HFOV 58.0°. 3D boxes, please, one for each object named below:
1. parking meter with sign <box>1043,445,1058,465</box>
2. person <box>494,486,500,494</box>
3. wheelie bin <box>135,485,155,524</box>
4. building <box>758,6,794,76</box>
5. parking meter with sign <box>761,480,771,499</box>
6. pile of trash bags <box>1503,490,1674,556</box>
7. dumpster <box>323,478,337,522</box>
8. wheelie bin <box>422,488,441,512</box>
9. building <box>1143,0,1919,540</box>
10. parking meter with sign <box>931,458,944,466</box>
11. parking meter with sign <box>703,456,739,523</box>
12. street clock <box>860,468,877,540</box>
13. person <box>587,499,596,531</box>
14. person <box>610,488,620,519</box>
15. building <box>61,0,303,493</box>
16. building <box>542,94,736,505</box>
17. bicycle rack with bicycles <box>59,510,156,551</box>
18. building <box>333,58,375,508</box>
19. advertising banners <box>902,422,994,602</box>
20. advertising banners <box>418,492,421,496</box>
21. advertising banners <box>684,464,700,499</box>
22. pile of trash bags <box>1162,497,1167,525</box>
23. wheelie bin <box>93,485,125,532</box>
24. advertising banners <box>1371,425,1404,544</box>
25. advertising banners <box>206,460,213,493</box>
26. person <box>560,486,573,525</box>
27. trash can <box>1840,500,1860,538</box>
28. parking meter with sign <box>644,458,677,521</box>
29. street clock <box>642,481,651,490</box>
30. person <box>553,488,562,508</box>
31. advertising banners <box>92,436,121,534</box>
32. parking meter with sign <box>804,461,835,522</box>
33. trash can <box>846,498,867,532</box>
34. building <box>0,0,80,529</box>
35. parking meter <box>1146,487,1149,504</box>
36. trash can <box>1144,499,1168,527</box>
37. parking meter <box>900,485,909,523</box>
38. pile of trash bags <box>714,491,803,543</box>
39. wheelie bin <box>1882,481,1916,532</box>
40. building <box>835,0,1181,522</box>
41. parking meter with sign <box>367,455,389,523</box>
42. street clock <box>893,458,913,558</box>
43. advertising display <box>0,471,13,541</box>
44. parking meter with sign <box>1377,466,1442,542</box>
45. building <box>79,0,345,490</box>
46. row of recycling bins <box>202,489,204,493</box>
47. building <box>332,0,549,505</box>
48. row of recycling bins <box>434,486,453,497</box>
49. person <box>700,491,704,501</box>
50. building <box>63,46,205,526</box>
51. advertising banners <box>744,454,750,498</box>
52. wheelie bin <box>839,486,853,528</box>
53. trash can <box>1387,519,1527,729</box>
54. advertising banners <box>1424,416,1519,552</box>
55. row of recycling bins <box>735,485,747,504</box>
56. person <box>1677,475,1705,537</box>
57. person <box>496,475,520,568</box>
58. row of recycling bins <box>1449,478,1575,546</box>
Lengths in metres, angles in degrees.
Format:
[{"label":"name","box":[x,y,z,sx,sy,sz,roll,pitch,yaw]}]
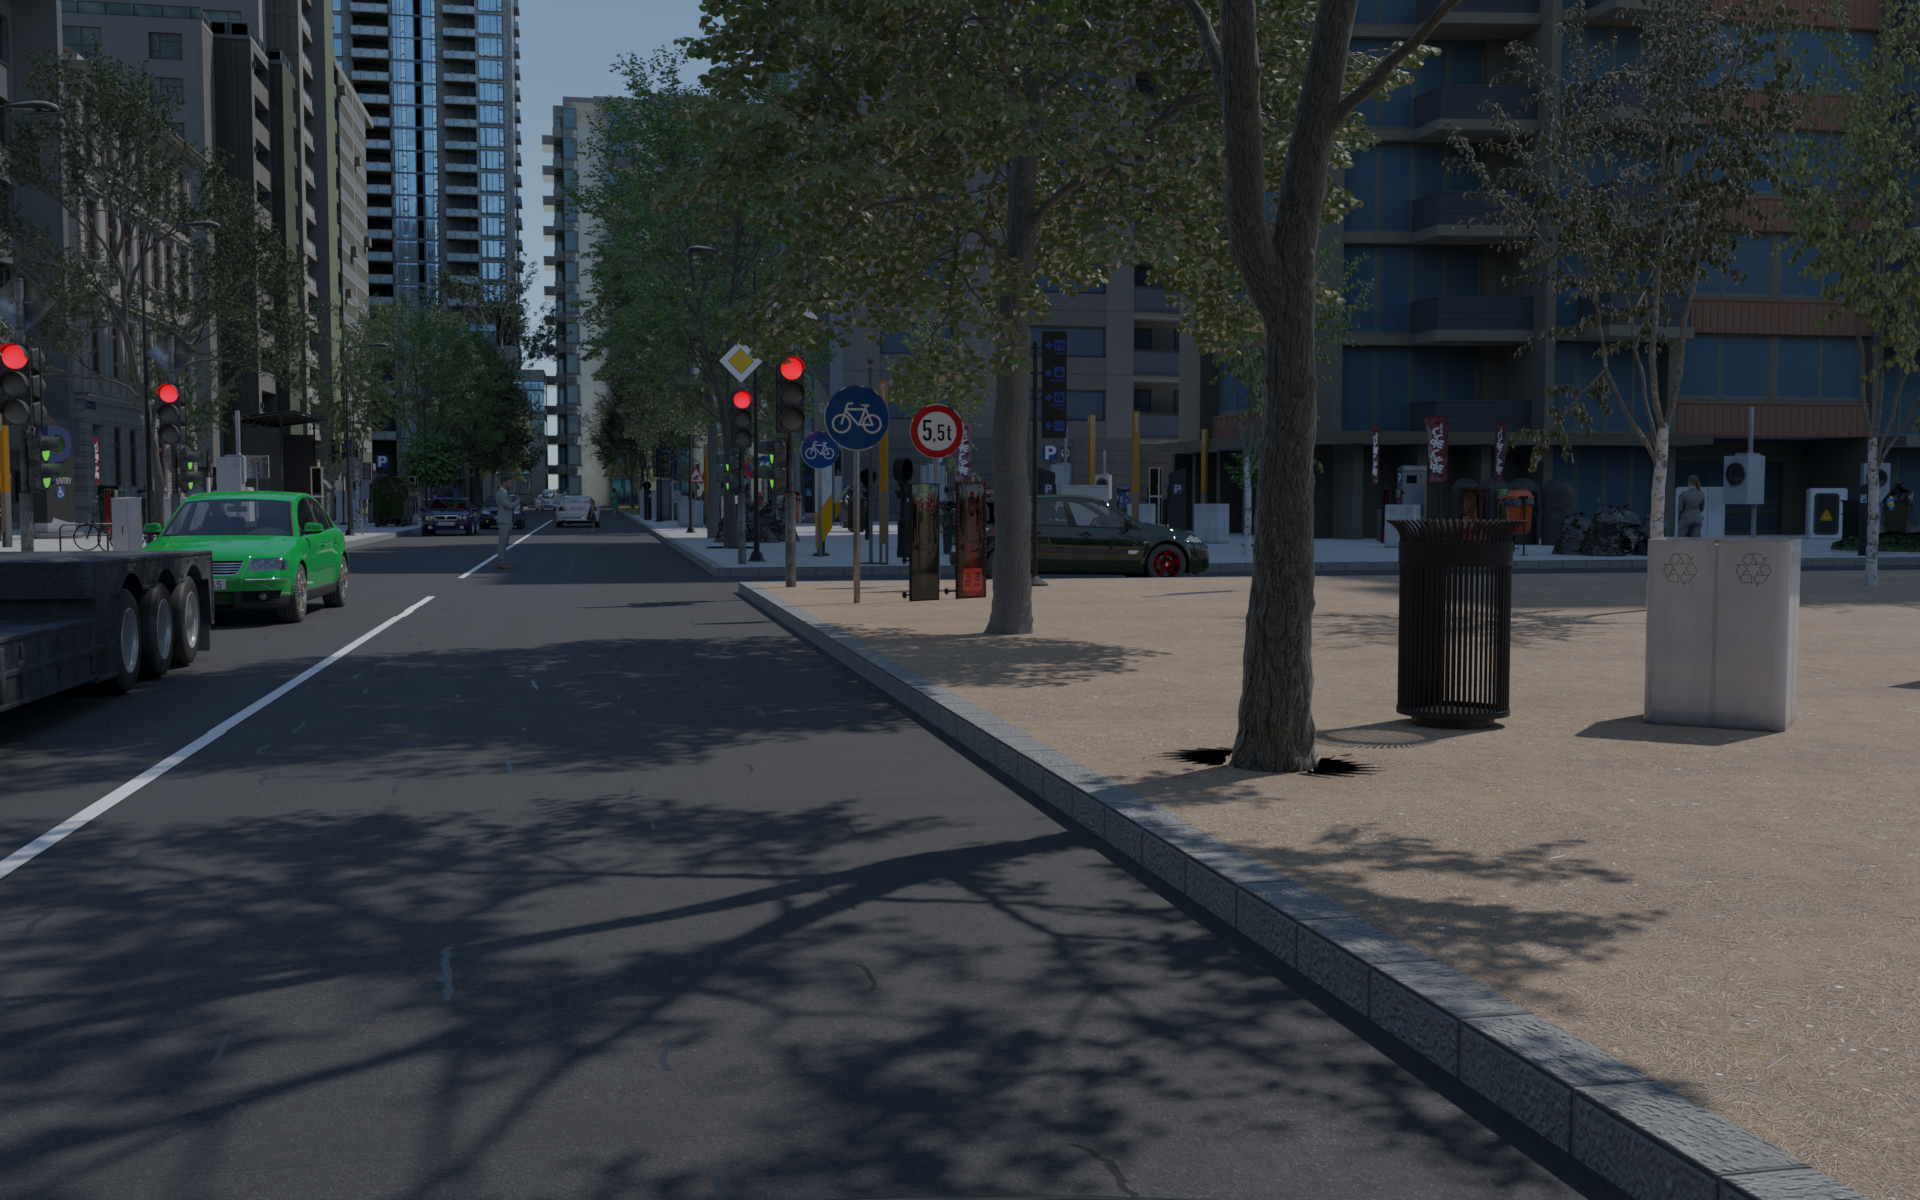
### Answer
[{"label":"parking meter with sign","box":[3.184,-3.934,60.576,0.543,3.016,1.738,0,4,1]},{"label":"person","box":[-22.167,-4.549,83.053,0.511,1.800,0.466,0,4,-6]},{"label":"wheelie bin","box":[-28.587,-3.242,60.918,0.693,1.594,0.980,-3,4,-37]},{"label":"building","box":[-6.949,-32.942,158.206,23.786,49.044,30.456,-1,4,-12]},{"label":"parking meter with sign","box":[-10.415,-5.922,93.081,0.543,3.016,1.738,-1,4,-14]},{"label":"pile of trash bags","box":[13.087,-1.626,36.334,3.447,1.369,1.912,0,4,-6]},{"label":"dumpster","box":[-21.196,-3.119,56.746,1.264,1.857,1.865,-1,4,-12]},{"label":"wheelie bin","box":[-26.475,-4.824,86.772,0.980,1.594,0.693,2,4,29]},{"label":"building","box":[21.307,-24.748,59.259,28.867,44.769,22.147,-1,4,-12]},{"label":"parking meter with sign","box":[-1.052,-4.917,76.661,0.543,3.016,1.738,0,4,4]},{"label":"parking meter with sign","box":[-10.717,-5.042,78.695,1.738,3.016,0.543,-2,4,-26]},{"label":"street clock","box":[-2.575,-2.691,48.572,0.471,2.002,0.358,0,4,1]},{"label":"person","box":[-14.169,-3.266,66.565,0.373,1.253,0.362,-1,4,-14]},{"label":"person","box":[-20.069,-5.610,100.477,0.600,1.795,0.529,0,4,3]},{"label":"building","box":[-48.981,-20.447,106.012,14.160,30.474,14.107,-1,4,-12]},{"label":"building","box":[-34.685,-36.116,210.110,30.456,49.044,23.786,-1,4,-12]},{"label":"bicycle rack with bicycles","box":[-18.772,-1.578,39.187,2.852,0.926,2.925,2,4,32]},{"label":"building","box":[-62.992,-27.810,146.569,23.993,40.220,32.217,-1,4,-12]},{"label":"advertising banners","box":[0.111,-1.531,21.218,2.074,3.025,0.090,-3,5,-41]},{"label":"advertising banners","box":[-30.981,-6.417,101.102,2.074,3.025,0.090,1,4,16]},{"label":"advertising banners","box":[-15.578,-6.393,100.708,0.090,3.025,2.074,-2,4,-34]},{"label":"pile of trash bags","box":[9.718,-3.842,72.570,3.447,1.369,1.912,2,4,28]},{"label":"wheelie bin","box":[-29.104,-3.143,59.297,0.980,1.594,0.693,-2,4,-31]},{"label":"advertising banners","box":[11.083,-2.984,44.975,0.090,3.025,2.074,3,4,38]},{"label":"advertising banners","box":[-39.028,-5.741,90.048,0.090,3.025,2.074,-2,4,-33]},{"label":"person","box":[-18.459,-4.415,80.963,0.850,1.792,0.678,0,4,8]},{"label":"trash can","box":[21.796,-1.864,42.125,0.748,1.137,0.748,0,3,0]},{"label":"parking meter with sign","box":[-14.272,-5.335,83.488,1.738,3.016,0.543,0,4,7]},{"label":"street clock","box":[-17.662,-5.697,97.723,0.471,2.002,0.358,-3,5,-44]},{"label":"person","box":[-21.485,-5.146,93.312,0.731,1.740,0.598,-2,4,-35]},{"label":"advertising banners","box":[-26.089,-3.472,52.962,0.090,3.025,2.074,0,4,-6]},{"label":"parking meter with sign","box":[-6.505,-5.174,80.858,1.738,3.016,0.543,3,5,44]},{"label":"trash can","box":[-3.625,-3.040,61.360,0.748,1.137,0.748,0,3,0]},{"label":"building","box":[-37.734,-14.150,50.411,14.314,24.678,30.058,-1,4,-12]},{"label":"parking meter","box":[6.479,-3.064,58.515,0.372,1.533,0.369,0,3,0]},{"label":"trash can","box":[5.642,-2.318,49.551,0.748,1.137,0.748,0,3,0]},{"label":"parking meter","box":[-1.218,-1.970,40.625,0.372,1.533,0.369,0,3,0]},{"label":"pile of trash bags","box":[-5.189,-2.279,47.011,1.912,1.369,3.447,1,4,20]},{"label":"wheelie bin","box":[23.119,-2.126,42.665,0.693,1.594,0.980,2,4,34]},{"label":"building","box":[1.963,-33.781,94.323,21.231,58.520,28.212,-1,4,-12]},{"label":"parking meter with sign","box":[-25.939,-4.946,77.133,0.543,3.016,1.738,0,4,-2]},{"label":"street clock","box":[-1.150,-1.855,34.902,0.358,2.002,0.471,2,4,26]},{"label":"advertising display","box":[-26.145,-2.543,46.794,0.974,1.923,0.123,-3,4,-37]},{"label":"parking meter with sign","box":[12.175,-3.089,46.768,1.738,3.016,0.543,0,4,-4]},{"label":"building","box":[-51.238,-26.666,119.589,14.154,41.232,14.086,-1,4,-12]},{"label":"row of recycling bins","box":[-43.182,-5.350,94.587,3.534,1.692,1.069,-1,4,-21]},{"label":"building","box":[-64.646,-54.402,202.140,31.000,86.520,22.319,-1,4,-12]},{"label":"row of recycling bins","box":[-28.358,-5.353,94.632,1.069,1.692,3.534,-2,4,-26]},{"label":"person","box":[-27.796,-10.923,187.228,0.705,1.807,1.348,-3,4,-38]},{"label":"building","box":[-41.595,-14.716,76.760,11.583,22.565,21.152,-1,4,-12]},{"label":"advertising banners","box":[-9.319,-4.868,75.778,0.090,3.025,2.074,0,4,-1]},{"label":"wheelie bin","box":[-4.203,-3.526,65.554,0.693,1.594,0.980,-1,4,-14]},{"label":"trash can","box":[2.748,0.124,9.630,0.748,1.137,0.748,0,3,0]},{"label":"advertising banners","box":[11.375,-2.590,38.530,2.074,3.025,0.090,1,4,13]},{"label":"row of recycling bins","box":[-10.413,-4.526,81.110,1.069,1.692,3.534,-1,4,-11]},{"label":"person","box":[13.799,-1.475,32.888,0.520,1.790,0.573,-1,4,-14]},{"label":"person","box":[-8.728,-1.516,33.473,0.466,1.800,0.511,-1,4,-15]},{"label":"row of recycling bins","box":[14.072,-2.276,44.322,1.069,1.692,3.534,-3,5,-39]}]
